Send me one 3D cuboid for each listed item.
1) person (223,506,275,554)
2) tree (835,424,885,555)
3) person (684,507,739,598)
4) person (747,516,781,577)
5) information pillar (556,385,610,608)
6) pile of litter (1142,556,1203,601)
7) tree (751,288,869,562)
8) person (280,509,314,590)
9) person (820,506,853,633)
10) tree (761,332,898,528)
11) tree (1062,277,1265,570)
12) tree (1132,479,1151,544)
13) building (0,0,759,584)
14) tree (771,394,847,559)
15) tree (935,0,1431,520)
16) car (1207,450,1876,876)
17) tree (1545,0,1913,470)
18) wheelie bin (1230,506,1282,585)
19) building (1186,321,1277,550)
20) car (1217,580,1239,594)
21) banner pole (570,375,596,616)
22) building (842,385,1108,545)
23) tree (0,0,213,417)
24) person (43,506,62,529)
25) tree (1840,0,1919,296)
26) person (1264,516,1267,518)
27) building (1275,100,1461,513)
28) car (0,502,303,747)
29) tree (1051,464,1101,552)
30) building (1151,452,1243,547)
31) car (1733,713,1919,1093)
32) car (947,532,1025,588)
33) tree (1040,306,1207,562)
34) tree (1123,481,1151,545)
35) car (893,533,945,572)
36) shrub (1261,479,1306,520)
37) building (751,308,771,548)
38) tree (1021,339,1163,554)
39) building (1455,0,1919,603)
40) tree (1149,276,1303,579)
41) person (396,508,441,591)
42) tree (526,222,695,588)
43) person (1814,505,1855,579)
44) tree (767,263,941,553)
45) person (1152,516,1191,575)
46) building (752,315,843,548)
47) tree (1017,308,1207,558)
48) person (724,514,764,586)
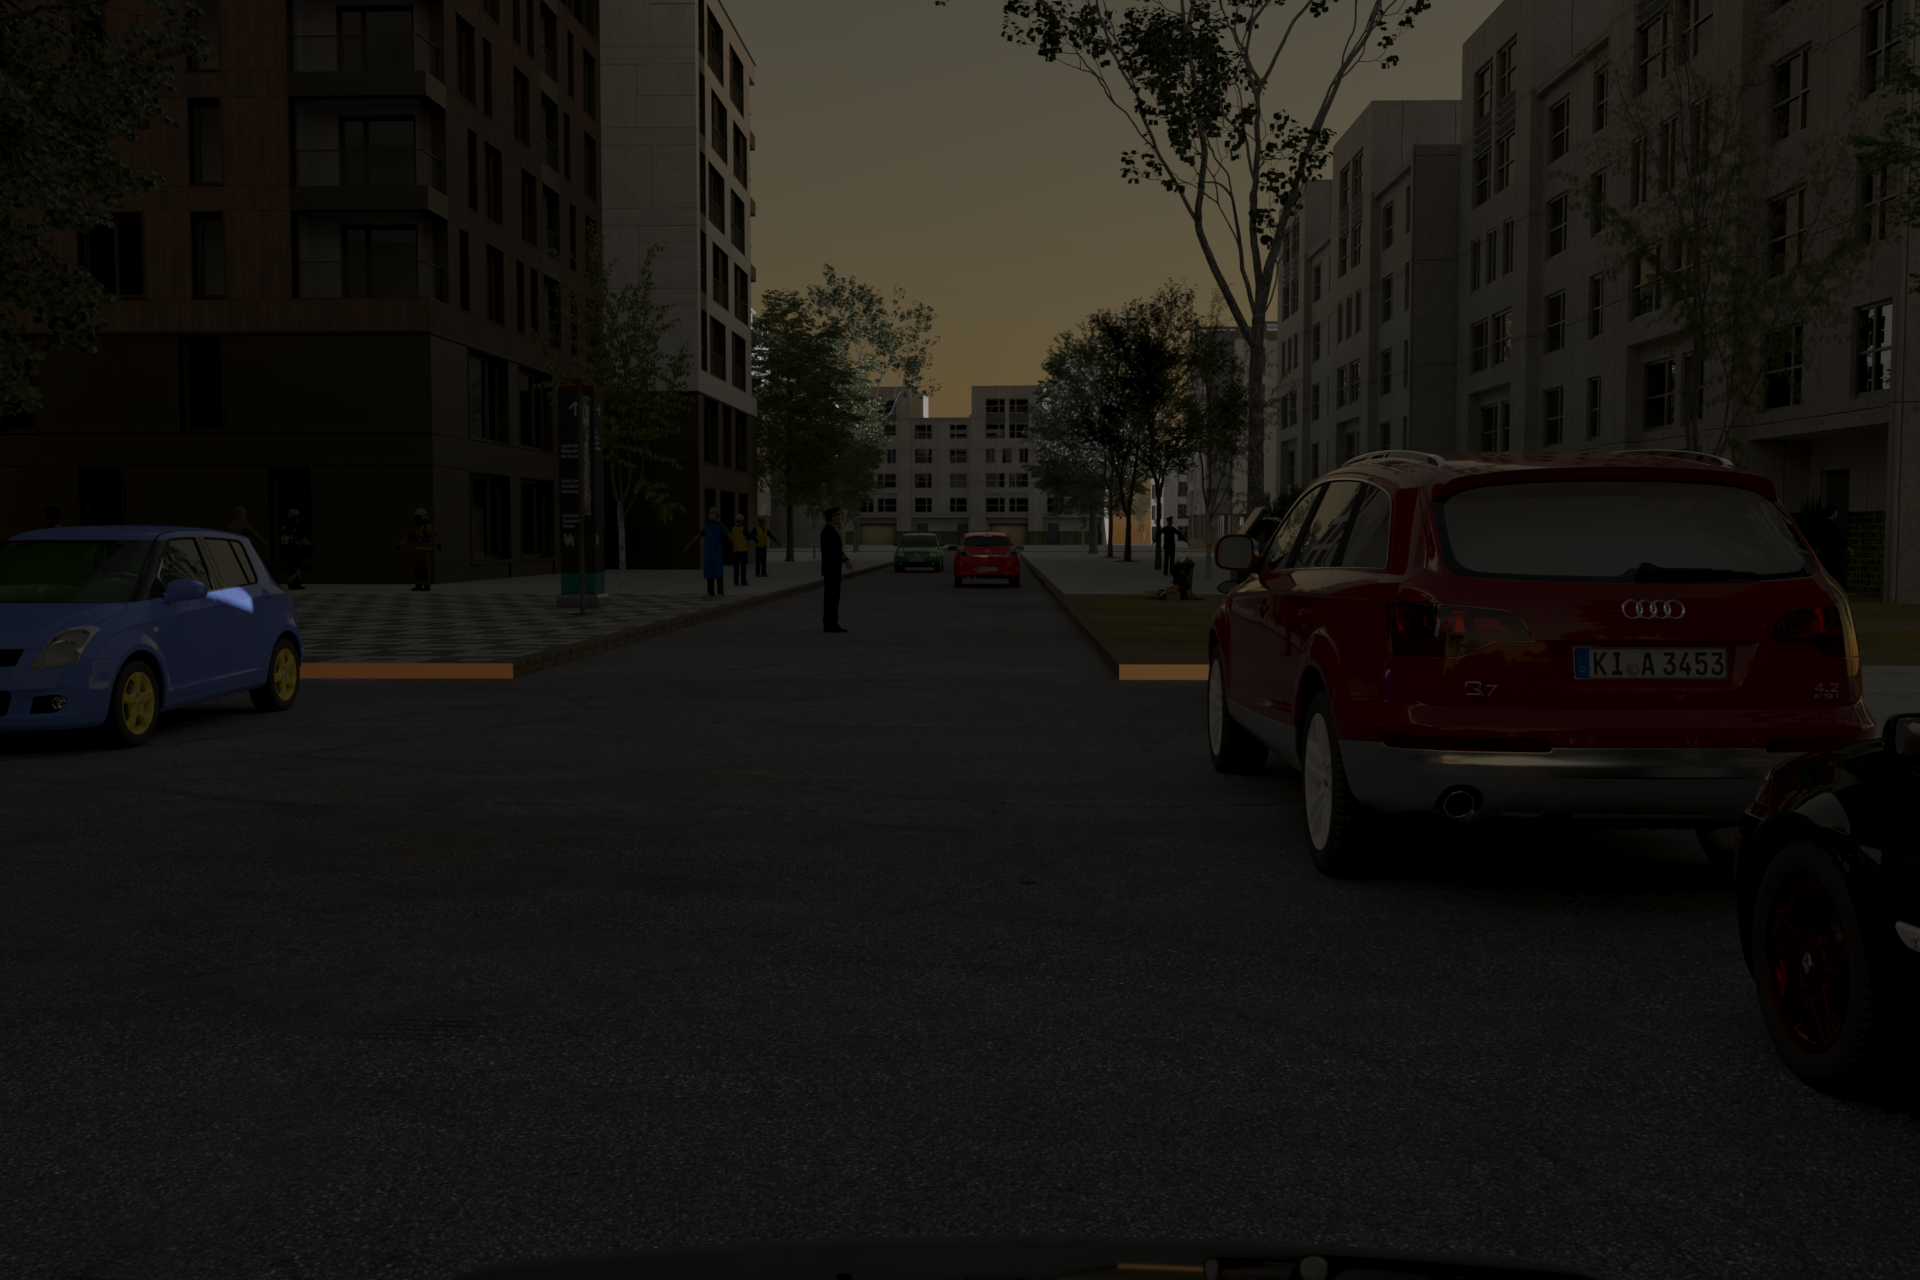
[{"bbox_3d":[-13.832,-1.666,33.368,1.348,1.813,0.705,1,4,16],"label":"person"},{"bbox_3d":[-7.406,-9.588,107.118,4.360,8.622,3.978,0,3,0],"label":"tree"},{"bbox_3d":[-4.931,-1.743,34.627,1.347,1.817,0.704,2,4,30],"label":"person"},{"bbox_3d":[-5.945,-2.810,51.920,0.705,1.833,1.349,3,5,42],"label":"person"},{"bbox_3d":[-6.661,-2.516,30.514,0.750,3.857,0.750,0,4,3],"label":"information pillar"},{"bbox_3d":[4.136,-1.215,33.824,1.176,0.858,1.719,0,4,1],"label":"pile of litter"},{"bbox_3d":[-8.098,-9.962,81.000,7.486,12.596,7.792,0,3,0],"label":"tree"},{"bbox_3d":[-15.297,-2.085,39.876,0.705,1.856,1.354,0,4,6],"label":"person"},{"bbox_3d":[-1.843,-1.036,25.328,0.705,1.837,1.347,-1,4,-19],"label":"person"},{"bbox_3d":[-7.308,-10.974,97.554,7.486,12.596,7.792,0,3,0],"label":"tree"},{"bbox_3d":[7.376,-7.809,62.097,7.601,10.594,8.767,-3,5,-43],"label":"tree"},{"bbox_3d":[22.487,-16.124,213.991,4.737,8.622,4.395,0,3,0],"label":"tree"},{"bbox_3d":[-23.349,-13.216,60.063,27.936,21.610,32.646,0,4,2],"label":"building"},{"bbox_3d":[-7.386,-8.503,89.392,4.360,8.622,3.978,0,3,0],"label":"tree"},{"bbox_3d":[5.182,-11.157,38.308,12.611,20.169,13.585,0,3,0],"label":"tree"},{"bbox_3d":[2.522,-0.007,8.793,2.281,1.827,5.304,0,4,1],"label":"car"},{"bbox_3d":[9.380,-4.409,22.447,4.360,8.622,3.978,0,3,0],"label":"tree"},{"bbox_3d":[3.470,-0.745,20.094,0.693,1.594,0.980,0,4,0],"label":"wheelie bin"},{"bbox_3d":[25.493,-18.236,154.577,16.016,20.090,11.380,0,4,1],"label":"building"},{"bbox_3d":[3.179,-0.133,14.179,2.014,1.417,4.499,0,4,1],"label":"car"},{"bbox_3d":[-5.979,-2.298,27.586,0.401,3.779,0.863,0,4,2],"label":"banner pole"},{"bbox_3d":[2.275,-21.063,213.287,31.486,18.905,16.747,0,4,6],"label":"building"},{"bbox_3d":[-11.792,-6.666,15.639,9.857,13.997,8.962,0,3,0],"label":"tree"},{"bbox_3d":[-17.477,-1.660,33.284,0.704,1.843,1.345,-1,4,-8],"label":"person"},{"bbox_3d":[16.718,-6.021,24.195,9.928,11.665,9.643,0,3,0],"label":"tree"},{"bbox_3d":[7.018,-2.049,40.308,0.721,1.733,1.217,2,4,27],"label":"person"},{"bbox_3d":[25.358,-13.013,79.214,16.747,18.905,31.486,0,4,1],"label":"building"},{"bbox_3d":[-6.324,-0.194,12.767,1.945,1.707,3.694,0,4,2],"label":"car"},{"bbox_3d":[8.945,-10.522,122.396,4.360,8.622,3.978,0,3,0],"label":"tree"},{"bbox_3d":[24.768,-14.137,173.290,9.099,9.664,28.070,0,4,1],"label":"building"},{"bbox_3d":[3.014,0.401,3.239,2.009,1.686,4.222,0,4,1],"label":"car"},{"bbox_3d":[0.727,-2.376,47.890,2.155,1.783,4.494,0,3,0],"label":"car"},{"bbox_3d":[7.642,-9.403,79.493,9.928,11.665,9.643,0,3,0],"label":"tree"},{"bbox_3d":[22.055,-15.790,208.528,4.360,8.622,3.978,0,3,0],"label":"tree"},{"bbox_3d":[-1.545,-3.511,66.207,1.959,1.807,4.718,0,4,1],"label":"car"},{"bbox_3d":[4.562,-1.163,23.434,1.690,2.028,1.600,0,3,0],"label":"shrub"},{"bbox_3d":[-22.491,-17.628,144.632,16.016,20.090,11.380,0,4,1],"label":"building"},{"bbox_3d":[8.601,-12.555,111.924,9.857,13.997,8.962,0,3,0],"label":"tree"},{"bbox_3d":[26.063,-11.046,47.059,16.747,18.905,31.486,0,4,2],"label":"building"},{"bbox_3d":[7.040,-6.081,49.792,4.360,8.622,3.978,0,3,0],"label":"tree"},{"bbox_3d":[-12.140,-2.032,38.991,1.354,1.858,0.705,2,4,28],"label":"person"},{"bbox_3d":[-8.064,-5.541,40.961,4.737,8.622,4.395,0,3,0],"label":"tree"},{"bbox_3d":[16.039,-1.573,31.905,0.705,1.806,1.347,0,4,1],"label":"person"},{"bbox_3d":[-7.203,-16.177,120.381,12.611,20.169,13.585,0,3,0],"label":"tree"},{"bbox_3d":[6.512,-2.920,53.681,1.347,1.837,0.705,-1,4,-21],"label":"person"},{"bbox_3d":[-21.490,-20.688,169.176,19.493,23.208,18.063,0,4,1],"label":"building"},{"bbox_3d":[8.241,-11.183,93.215,12.009,13.543,11.850,0,3,0],"label":"tree"},{"bbox_3d":[-5.421,-2.237,43.032,1.216,1.772,0.721,2,4,25],"label":"person"}]
